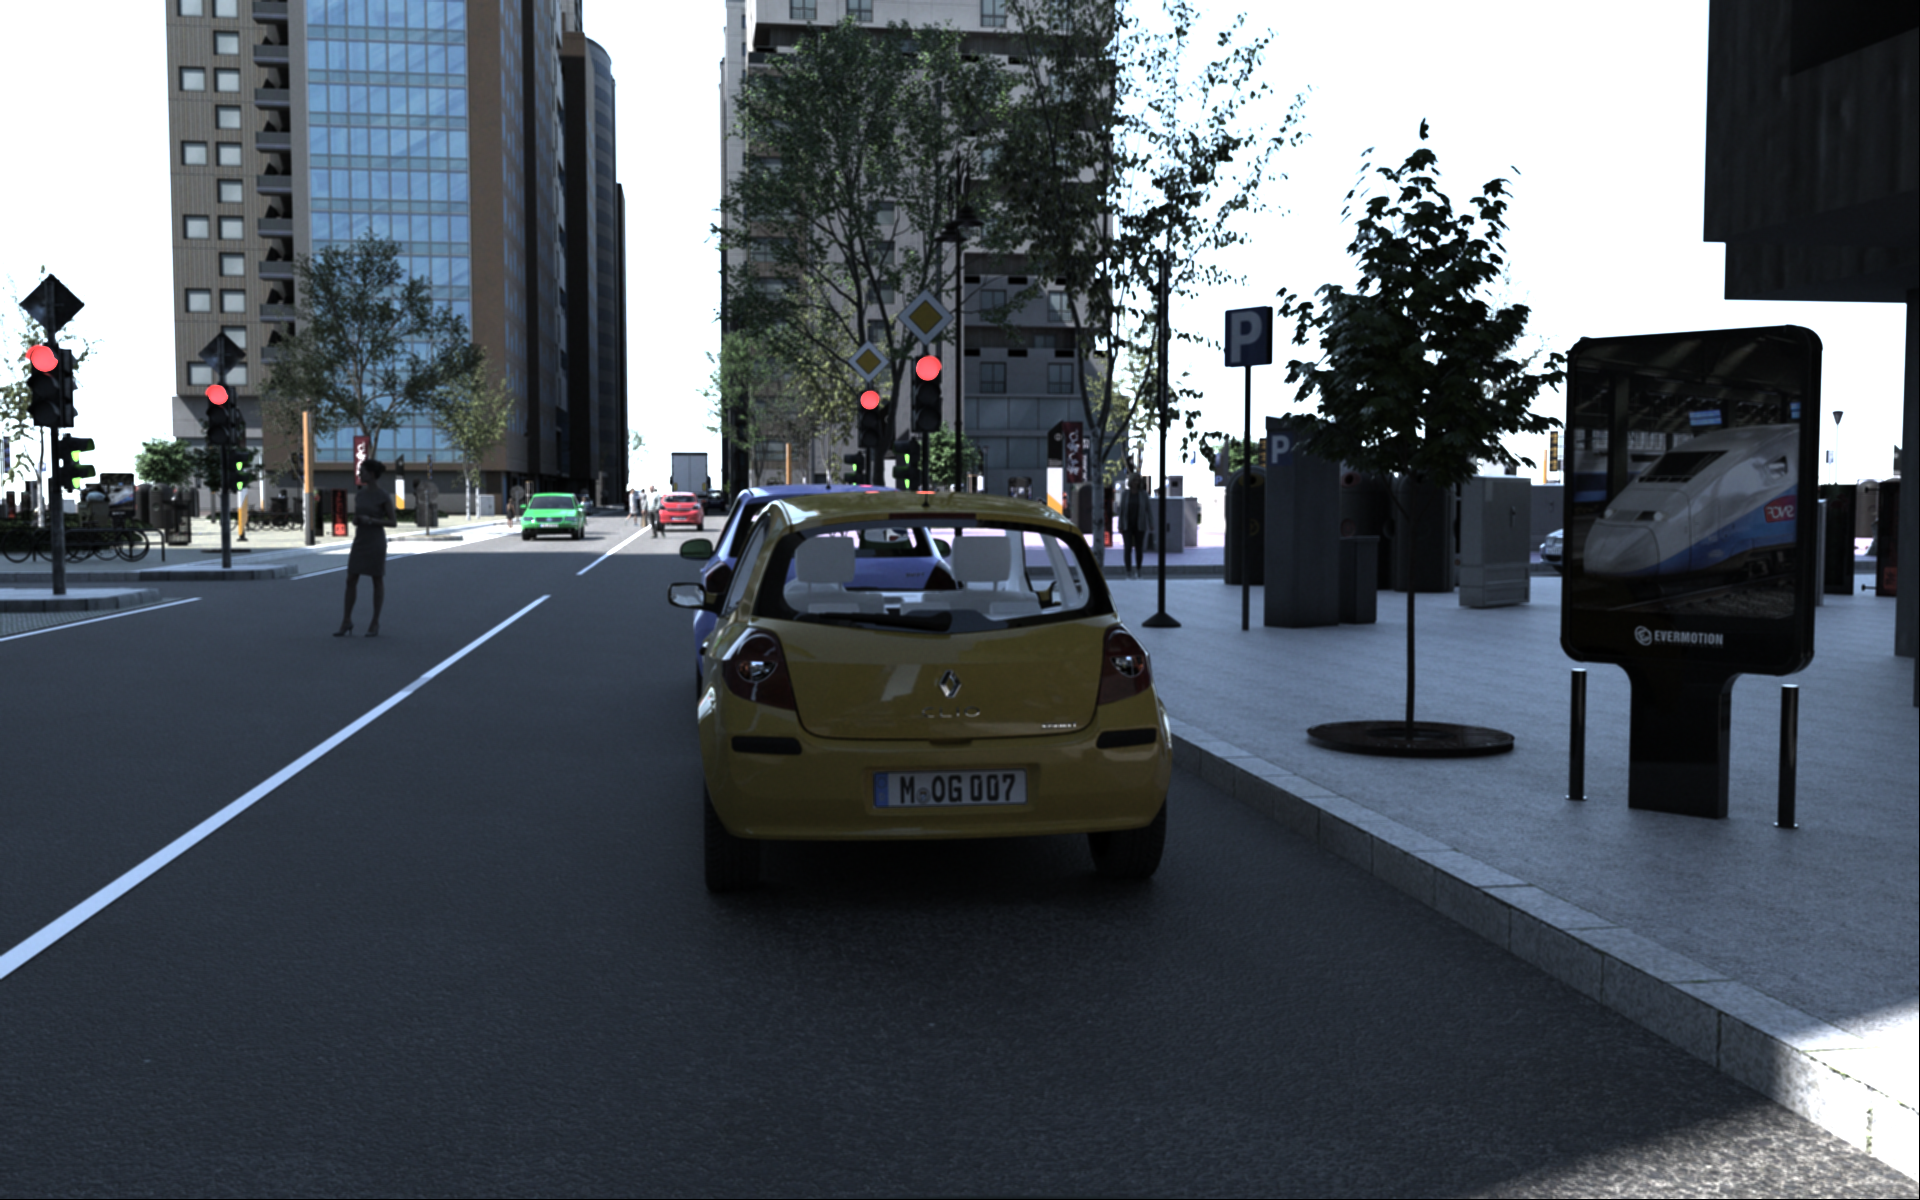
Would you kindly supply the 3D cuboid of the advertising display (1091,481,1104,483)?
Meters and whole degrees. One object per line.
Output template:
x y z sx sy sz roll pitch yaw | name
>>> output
6.517 -4.629 80.895 0.974 1.923 0.123 3 5 41 | advertising display

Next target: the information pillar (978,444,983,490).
0.968 -5.493 81.161 0.183 3.616 0.504 -1 4 -21 | information pillar

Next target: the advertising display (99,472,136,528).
-25.062 -2.833 51.532 0.123 1.923 0.974 3 5 45 | advertising display

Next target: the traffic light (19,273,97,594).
-11.527 -2.029 22.087 0.839 4.253 0.868 -1 4 -9 | traffic light

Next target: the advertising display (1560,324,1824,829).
2.893 -0.105 6.925 0.123 1.923 0.974 -3 5 -44 | advertising display

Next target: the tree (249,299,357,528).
-24.991 -7.066 65.890 4.360 8.622 3.978 0 3 0 | tree

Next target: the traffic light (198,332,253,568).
-12.725 -2.511 29.982 0.839 4.253 0.868 -1 4 -9 | traffic light

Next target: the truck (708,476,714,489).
-36.881 -15.794 247.997 2.967 4.110 18.799 0 4 -7 | truck

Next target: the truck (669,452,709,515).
-18.819 -8.046 120.464 2.839 4.237 11.283 -1 4 -9 | truck

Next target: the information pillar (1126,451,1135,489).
9.345 -6.335 94.935 0.504 3.616 0.183 1 4 8 | information pillar

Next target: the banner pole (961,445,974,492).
0.261 -5.403 78.354 0.863 3.779 0.401 -1 4 -11 | banner pole

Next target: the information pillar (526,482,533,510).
-25.388 -5.975 102.175 0.304 2.012 0.304 -3 5 -42 | information pillar

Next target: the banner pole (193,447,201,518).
-40.901 -6.293 92.914 0.401 3.779 0.863 0 4 -1 | banner pole

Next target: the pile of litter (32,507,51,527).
-30.484 -2.689 57.935 1.176 0.858 1.719 -1 4 -8 | pile of litter

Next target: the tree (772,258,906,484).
-3.910 -6.374 54.585 4.737 8.622 4.395 0 3 0 | tree

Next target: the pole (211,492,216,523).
-32.665 -5.006 75.698 0.158 3.312 0.155 0 3 0 | pole

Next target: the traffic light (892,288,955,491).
-0.494 -2.131 23.771 0.839 4.253 0.868 -1 4 -9 | traffic light

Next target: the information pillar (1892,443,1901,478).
43.294 -5.421 79.992 0.183 3.616 0.504 -2 4 -30 | information pillar

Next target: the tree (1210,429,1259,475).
14.079 -6.317 87.004 4.285 4.588 4.351 0 3 0 | tree

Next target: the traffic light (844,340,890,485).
-1.692 -2.614 31.666 0.839 4.253 0.868 -1 4 -9 | traffic light

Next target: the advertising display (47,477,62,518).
-34.427 -3.713 65.914 0.123 1.923 0.974 0 4 -4 | advertising display

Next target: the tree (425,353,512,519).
-25.353 -8.547 90.106 4.360 8.622 3.978 0 3 0 | tree

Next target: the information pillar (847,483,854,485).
-5.286 -4.849 83.778 0.304 2.012 0.304 0 4 7 | information pillar

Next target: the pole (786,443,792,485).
-6.889 -4.646 69.812 0.158 3.312 0.155 0 3 0 | pole

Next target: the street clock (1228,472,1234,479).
9.029 -3.243 57.594 0.358 2.002 0.471 0 4 2 | street clock

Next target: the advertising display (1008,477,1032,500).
2.326 -3.785 67.106 0.974 1.923 0.123 -2 4 -27 | advertising display

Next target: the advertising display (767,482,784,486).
-9.932 -5.385 93.263 0.974 1.923 0.123 -2 4 -23 | advertising display

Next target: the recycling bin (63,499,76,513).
-49.726 -5.126 96.360 0.722 1.027 0.722 3 4 36 | recycling bin

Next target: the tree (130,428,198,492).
-39.691 -6.289 86.534 4.285 4.588 4.351 0 3 0 | tree

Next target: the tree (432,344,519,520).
-23.770 -8.198 84.394 4.737 8.622 4.395 0 3 0 | tree

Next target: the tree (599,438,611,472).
-38.200 -13.886 177.398 4.360 8.622 3.978 0 3 0 | tree

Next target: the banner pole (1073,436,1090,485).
4.511 -4.592 65.090 0.863 3.779 0.401 -1 4 -13 | banner pole

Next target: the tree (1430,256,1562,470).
15.986 -6.268 52.848 4.360 8.622 3.978 0 3 0 | tree

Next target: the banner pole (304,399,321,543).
-17.148 -3.406 45.700 0.401 3.779 0.863 -2 4 -25 | banner pole

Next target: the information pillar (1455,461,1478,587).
6.986 -1.198 24.078 0.304 2.012 0.304 3 5 39 | information pillar

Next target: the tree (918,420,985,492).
-0.589 -5.593 75.157 4.285 4.588 4.351 0 3 0 | tree

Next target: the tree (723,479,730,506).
-25.134 -11.879 188.816 1.663 3.219 1.824 0 3 0 | tree

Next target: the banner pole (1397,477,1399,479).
19.524 -5.271 76.201 0.863 3.779 0.401 -2 4 -33 | banner pole

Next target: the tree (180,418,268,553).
-16.197 -2.666 38.189 1.663 3.219 1.824 0 3 0 | tree

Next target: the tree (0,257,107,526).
-28.512 -6.278 53.007 4.737 8.622 4.395 0 3 0 | tree

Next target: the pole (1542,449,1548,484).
26.197 -5.121 77.579 0.158 3.312 0.155 0 3 0 | pole

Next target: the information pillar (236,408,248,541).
-19.612 -3.421 47.295 0.183 3.616 0.504 0 4 -2 | information pillar

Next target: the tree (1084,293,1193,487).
6.357 -6.828 62.008 4.737 8.622 4.395 0 3 0 | tree

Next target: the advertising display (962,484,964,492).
-0.229 -5.542 95.827 0.974 1.923 0.123 -2 4 -27 | advertising display

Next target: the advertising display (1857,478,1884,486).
36.819 -3.970 70.119 0.974 1.923 0.123 1 4 13 | advertising display

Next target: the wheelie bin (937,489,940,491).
-1.466 -5.958 105.327 0.980 1.594 0.693 -3 5 -41 | wheelie bin

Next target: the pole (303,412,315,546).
-16.188 -3.010 43.061 0.158 3.312 0.155 0 3 0 | pole

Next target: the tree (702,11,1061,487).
-1.613 -6.779 36.598 9.928 11.665 9.643 0 3 0 | tree

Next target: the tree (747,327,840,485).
-6.934 -7.663 75.656 4.360 8.622 3.978 0 3 0 | tree

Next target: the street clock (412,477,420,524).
-23.304 -4.266 74.312 0.358 2.002 0.471 -1 4 -9 | street clock

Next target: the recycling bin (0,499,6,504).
-54.462 -5.259 98.545 0.722 1.027 0.722 2 4 24 | recycling bin

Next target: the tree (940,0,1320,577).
1.668 -4.242 19.722 4.360 8.622 3.978 0 3 0 | tree

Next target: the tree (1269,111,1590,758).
2.447 -0.871 8.843 1.663 3.219 1.824 0 3 0 | tree

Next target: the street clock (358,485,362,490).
-35.515 -5.991 102.520 0.358 2.002 0.471 -1 4 -20 | street clock

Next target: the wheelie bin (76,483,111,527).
-24.217 -2.478 48.418 0.980 1.594 0.693 2 4 28 | wheelie bin

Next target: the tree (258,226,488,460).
-20.124 -7.665 59.742 8.767 10.594 7.601 0 4 5 | tree

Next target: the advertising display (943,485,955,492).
-0.554 -5.459 94.464 0.123 1.923 0.974 -3 5 -41 | advertising display
